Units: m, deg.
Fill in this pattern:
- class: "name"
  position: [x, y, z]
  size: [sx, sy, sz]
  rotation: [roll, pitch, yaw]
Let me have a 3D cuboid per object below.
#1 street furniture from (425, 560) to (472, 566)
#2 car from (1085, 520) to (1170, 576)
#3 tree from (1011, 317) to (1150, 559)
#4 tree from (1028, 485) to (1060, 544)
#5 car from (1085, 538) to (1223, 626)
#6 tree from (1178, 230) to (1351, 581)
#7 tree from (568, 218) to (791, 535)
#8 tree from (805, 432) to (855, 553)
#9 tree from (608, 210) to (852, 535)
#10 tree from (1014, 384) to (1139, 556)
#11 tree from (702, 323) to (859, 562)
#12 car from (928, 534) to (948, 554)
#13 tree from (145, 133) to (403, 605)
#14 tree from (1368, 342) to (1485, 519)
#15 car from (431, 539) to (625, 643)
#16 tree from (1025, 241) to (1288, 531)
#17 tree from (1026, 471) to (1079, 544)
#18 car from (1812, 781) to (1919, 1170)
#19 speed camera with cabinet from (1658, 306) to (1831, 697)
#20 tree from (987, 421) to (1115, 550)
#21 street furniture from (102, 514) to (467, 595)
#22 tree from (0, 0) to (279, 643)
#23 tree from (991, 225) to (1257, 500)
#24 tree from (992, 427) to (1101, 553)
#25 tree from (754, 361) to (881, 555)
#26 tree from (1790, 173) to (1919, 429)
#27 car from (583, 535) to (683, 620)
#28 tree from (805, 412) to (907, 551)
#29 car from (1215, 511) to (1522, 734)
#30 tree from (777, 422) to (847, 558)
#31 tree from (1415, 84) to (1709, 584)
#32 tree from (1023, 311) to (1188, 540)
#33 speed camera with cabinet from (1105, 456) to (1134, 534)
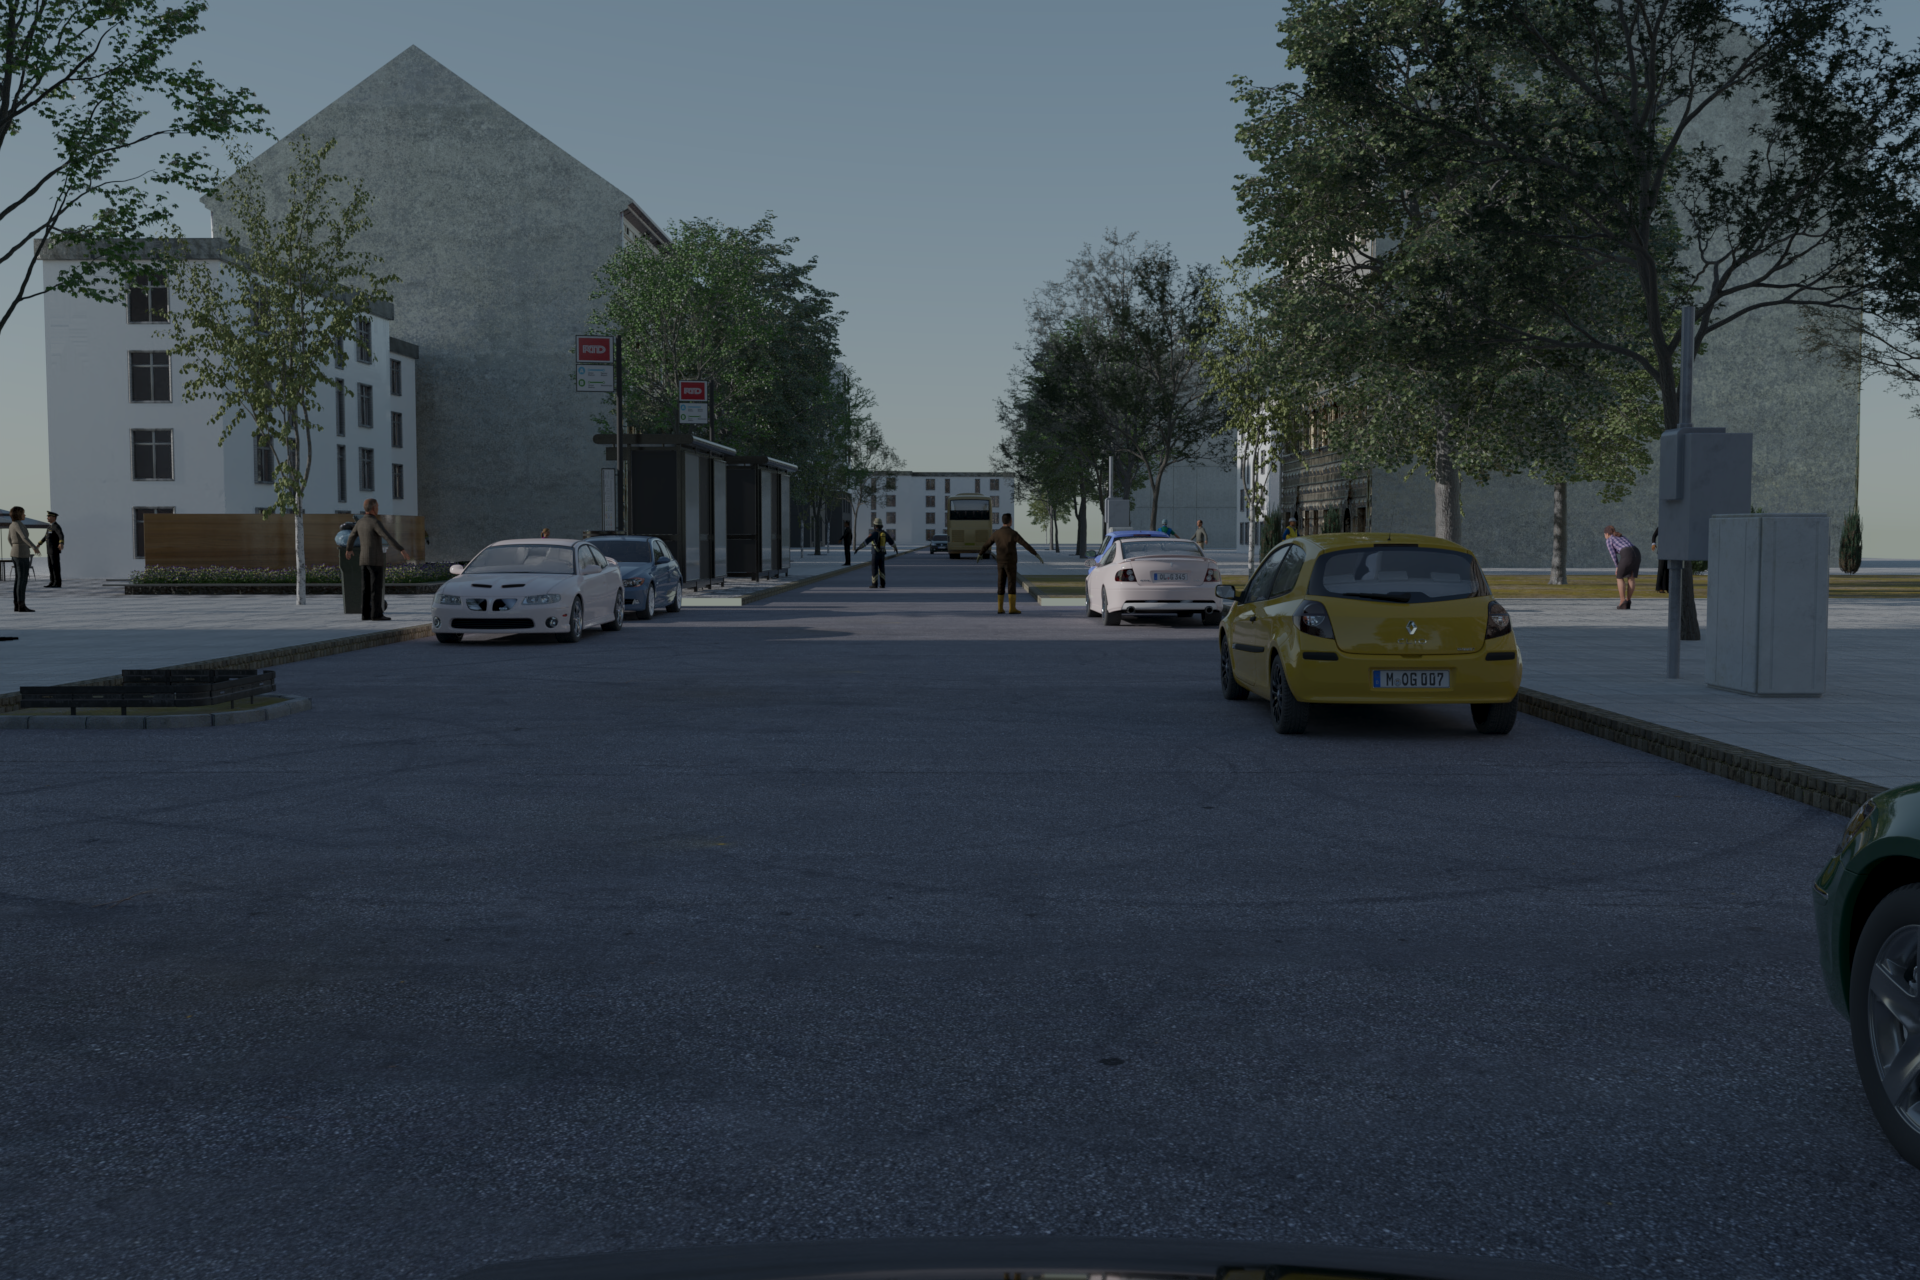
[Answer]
- class: "street furniture"
  position: [-14.724, -2.160, 50.948]
  size: [5.734, 0.657, 10.072]
  rotation: [-3, 5, -45]
- class: "car"
  position: [3.454, -1.505, 34.192]
  size: [1.945, 1.707, 3.694]
  rotation: [0, 4, 0]
- class: "tree"
  position: [6.086, -10.557, 90.741]
  size: [7.486, 12.596, 7.792]
  rotation: [0, 3, 0]
- class: "tree"
  position: [10.995, -16.794, 224.947]
  size: [4.737, 8.622, 4.395]
  rotation: [0, 3, 0]
- class: "car"
  position: [3.137, -0.984, 28.455]
  size: [2.083, 1.381, 4.827]
  rotation: [0, 4, -1]
- class: "tree"
  position: [7.507, -5.664, 42.964]
  size: [4.737, 8.622, 4.395]
  rotation: [0, 3, 0]
- class: "tree"
  position: [-9.278, -8.025, 56.967]
  size: [9.928, 11.665, 9.643]
  rotation: [0, 3, 0]
- class: "tree"
  position: [-8.810, -10.118, 115.785]
  size: [4.360, 8.622, 3.978]
  rotation: [0, 3, 0]
- class: "tree"
  position: [-9.038, -9.850, 67.696]
  size: [9.857, 13.997, 8.962]
  rotation: [0, 3, 0]
- class: "tree"
  position: [7.093, -10.871, 103.499]
  size: [9.928, 11.665, 9.643]
  rotation: [0, 3, 0]
- class: "tree"
  position: [-8.403, -9.465, 80.506]
  size: [9.928, 11.665, 9.643]
  rotation: [0, 3, 0]
- class: "car"
  position: [-1.285, -7.017, 124.511]
  size: [2.009, 1.686, 4.222]
  rotation: [0, 4, 0]
- class: "tree"
  position: [-12.165, -4.936, 31.067]
  size: [4.737, 8.622, 4.395]
  rotation: [0, 3, 0]
- class: "tree"
  position: [14.490, -6.199, 51.714]
  size: [4.737, 8.622, 4.395]
  rotation: [0, 3, 0]
- class: "car"
  position: [-5.958, -0.732, 24.334]
  size: [2.083, 1.381, 4.827]
  rotation: [0, 4, 0]
- class: "tree"
  position: [6.223, -7.449, 56.205]
  size: [8.767, 10.594, 7.601]
  rotation: [0, 4, 5]
- class: "tree"
  position: [12.578, -19.143, 231.111]
  size: [7.486, 12.596, 7.792]
  rotation: [0, 3, 0]
- class: "car"
  position: [3.054, 0.573, 2.429]
  size: [2.131, 1.459, 4.920]
  rotation: [0, 4, 0]
- class: "speed camera with cabinet"
  position: [6.525, -1.232, 14.483]
  size: [0.660, 3.252, 2.038]
  rotation: [0, 3, 0]
- class: "tree"
  position: [7.289, -13.897, 137.582]
  size: [12.009, 13.543, 11.850]
  rotation: [0, 3, 0]
- class: "street furniture"
  position: [-14.366, -1.955, 38.816]
  size: [11.010, 1.723, 9.812]
  rotation: [0, 4, -3]
- class: "tree"
  position: [-12.003, -5.791, 20.445]
  size: [9.928, 11.665, 9.643]
  rotation: [0, 3, 0]
- class: "tree"
  position: [6.584, -9.679, 68.623]
  size: [12.009, 13.543, 11.850]
  rotation: [0, 3, 0]
- class: "tree"
  position: [6.444, -11.289, 118.993]
  size: [7.601, 10.594, 8.767]
  rotation: [2, 4, 32]
- class: "tree"
  position: [-8.643, -10.925, 104.381]
  size: [9.928, 11.665, 9.643]
  rotation: [0, 3, 0]
- class: "tree"
  position: [27.038, -8.205, 44.527]
  size: [12.009, 13.543, 11.850]
  rotation: [0, 3, 0]
- class: "car"
  position: [-6.007, -1.130, 30.471]
  size: [2.014, 1.417, 4.499]
  rotation: [0, 4, 0]
- class: "tree"
  position: [-8.191, -12.150, 133.066]
  size: [8.767, 10.594, 7.601]
  rotation: [0, 4, 1]
- class: "car"
  position: [3.118, -0.220, 13.818]
  size: [2.015, 1.641, 3.980]
  rotation: [0, 4, 0]
- class: "tree"
  position: [-8.246, -8.705, 92.691]
  size: [4.737, 8.622, 4.395]
  rotation: [0, 3, 0]
- class: "tree"
  position: [15.252, -7.723, 44.405]
  size: [7.486, 12.596, 7.792]
  rotation: [0, 3, 0]
- class: "tree"
  position: [6.719, -9.446, 80.195]
  size: [9.928, 11.665, 9.643]
  rotation: [0, 3, 0]
- class: "speed camera with cabinet"
  position: [4.025, -3.009, 43.530]
  size: [0.660, 3.252, 2.038]
  rotation: [0, 4, 1]
